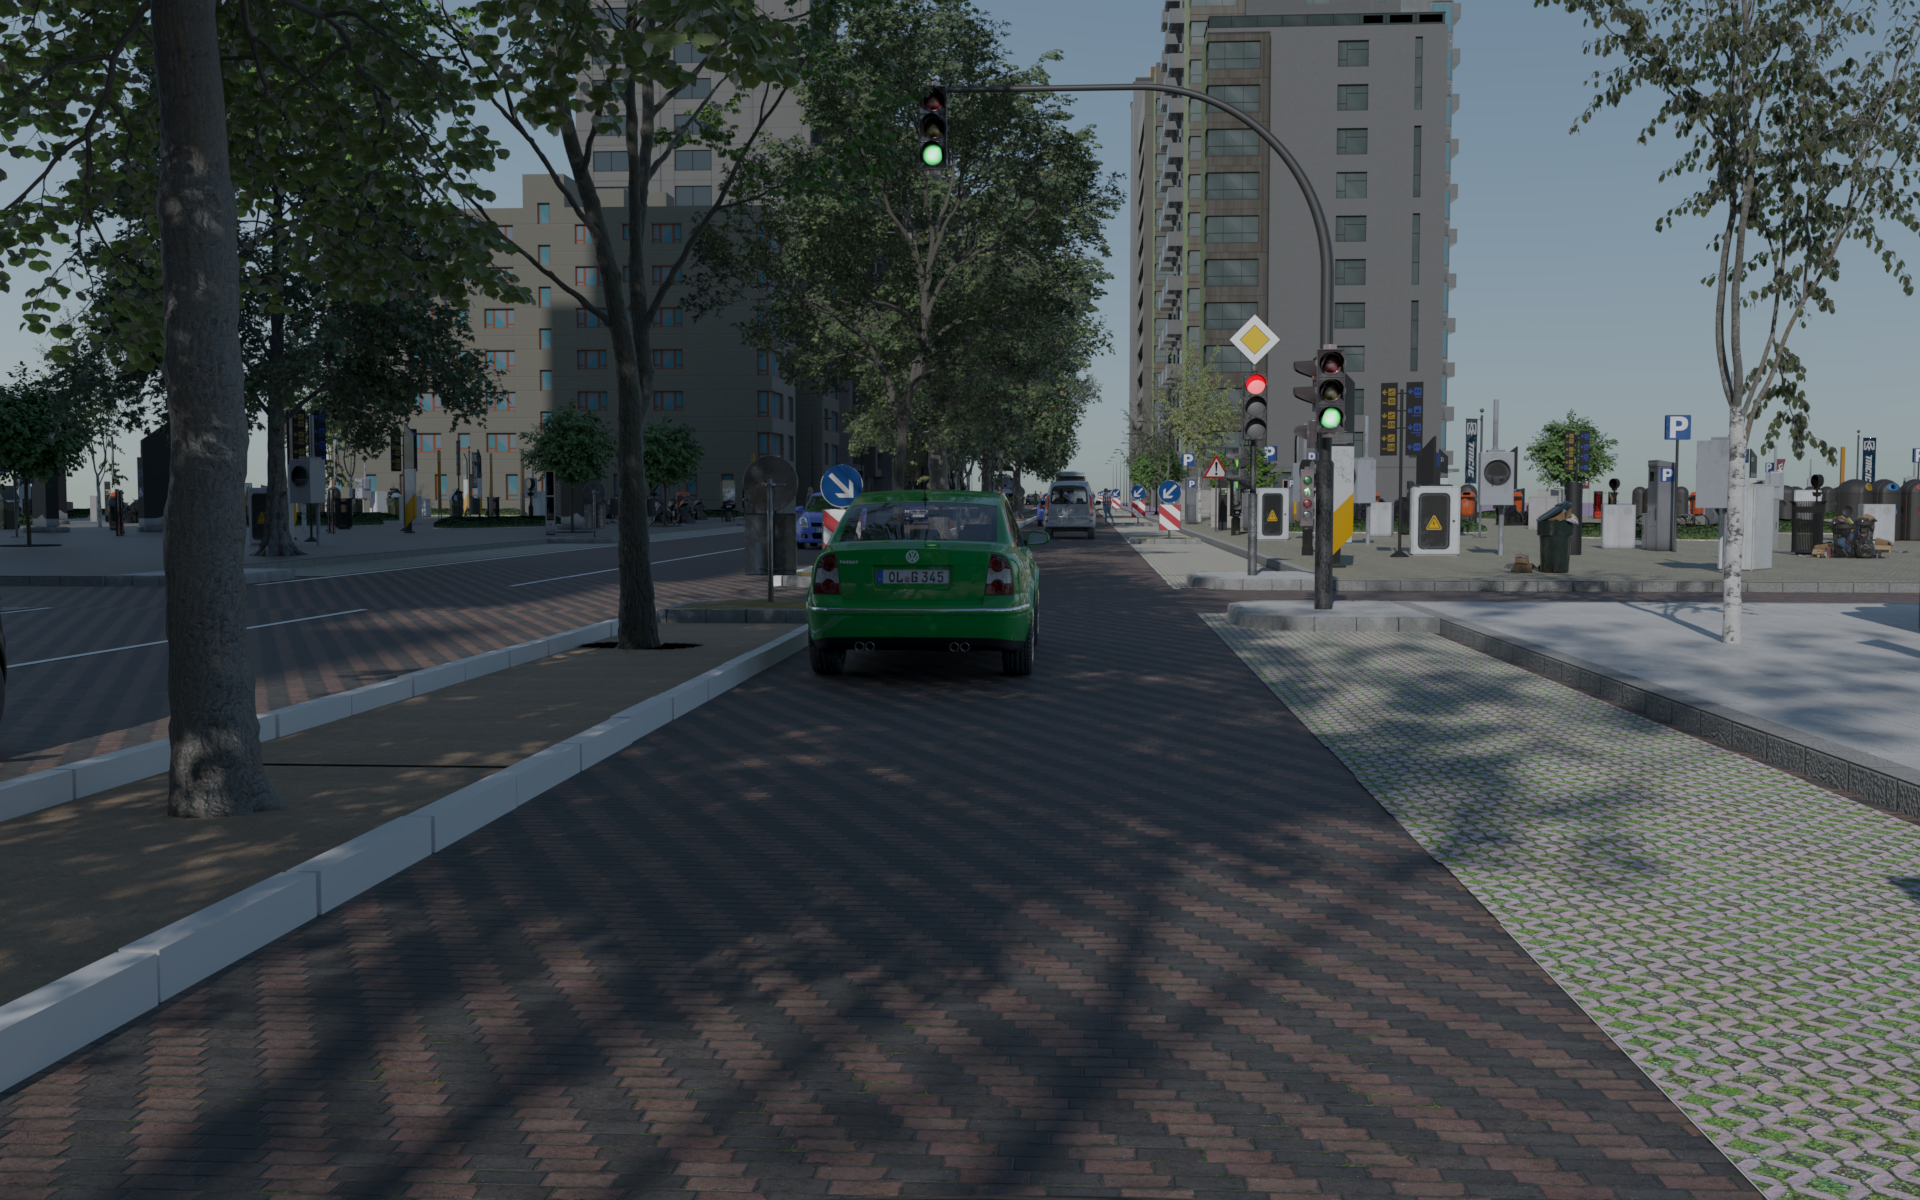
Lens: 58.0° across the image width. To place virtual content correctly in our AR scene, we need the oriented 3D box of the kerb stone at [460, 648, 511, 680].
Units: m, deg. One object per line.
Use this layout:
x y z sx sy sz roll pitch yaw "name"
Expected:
-3.794 0.519 13.705 0.120 0.150 1.000 0 4 4 "kerb stone"

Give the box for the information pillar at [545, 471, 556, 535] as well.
-12.805 -3.035 54.118 0.304 2.012 0.304 -1 4 -14 "information pillar"

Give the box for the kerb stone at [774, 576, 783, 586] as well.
-2.822 -0.328 27.559 0.120 0.150 1.000 0 4 4 "kerb stone"

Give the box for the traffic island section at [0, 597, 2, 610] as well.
-12.882 0.107 20.537 2.009 0.180 2.903 0 4 4 "traffic island section"

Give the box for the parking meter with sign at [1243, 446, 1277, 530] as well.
10.684 -4.010 61.831 0.543 3.016 1.738 3 4 36 "parking meter with sign"

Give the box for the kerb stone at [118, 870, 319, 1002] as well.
-2.277 1.029 5.378 0.120 0.150 1.000 0 4 4 "kerb stone"

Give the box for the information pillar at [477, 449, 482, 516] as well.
-25.068 -6.057 90.382 0.183 3.616 0.504 0 4 2 "information pillar"

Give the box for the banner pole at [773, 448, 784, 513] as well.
-9.772 -6.352 93.874 0.863 3.779 0.401 2 4 26 "banner pole"

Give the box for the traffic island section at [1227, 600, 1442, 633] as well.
4.067 0.180 19.344 2.009 0.180 2.903 0 4 4 "traffic island section"

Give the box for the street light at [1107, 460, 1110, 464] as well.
19.389 -14.855 215.417 1.470 5.913 1.316 0 4 4 "street light"

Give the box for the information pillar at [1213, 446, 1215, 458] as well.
12.464 -5.739 85.184 0.183 3.616 0.504 0 4 3 "information pillar"

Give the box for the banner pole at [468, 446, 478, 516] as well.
-25.578 -6.175 90.985 0.401 3.779 0.863 2 4 35 "banner pole"

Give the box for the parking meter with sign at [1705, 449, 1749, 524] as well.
29.422 -4.298 66.527 1.738 3.016 0.543 -2 4 -24 "parking meter with sign"

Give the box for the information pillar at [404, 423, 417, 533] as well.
-18.069 -4.009 56.909 0.504 3.616 0.183 2 4 32 "information pillar"

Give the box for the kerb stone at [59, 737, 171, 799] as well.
-4.150 0.832 8.585 0.120 0.150 1.000 0 4 4 "kerb stone"

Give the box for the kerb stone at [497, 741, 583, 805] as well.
-2.054 0.847 8.437 0.120 0.150 1.000 0 4 4 "kerb stone"

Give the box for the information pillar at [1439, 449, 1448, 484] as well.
24.804 -5.971 88.980 0.504 3.616 0.183 0 4 -1 "information pillar"

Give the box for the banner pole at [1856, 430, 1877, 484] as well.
35.220 -4.738 67.491 0.863 3.779 0.401 1 4 21 "banner pole"

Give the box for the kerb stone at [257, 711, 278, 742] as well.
-4.088 0.770 9.606 0.120 0.150 1.000 0 4 4 "kerb stone"

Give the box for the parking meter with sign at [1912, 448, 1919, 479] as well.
36.597 -4.203 64.986 0.543 3.016 1.738 -1 4 -15 "parking meter with sign"

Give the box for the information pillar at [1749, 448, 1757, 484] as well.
40.751 -5.975 89.049 0.504 3.616 0.183 -2 4 -27 "information pillar"

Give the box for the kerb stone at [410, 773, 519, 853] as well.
-2.121 0.906 7.417 0.120 0.150 1.000 0 4 4 "kerb stone"

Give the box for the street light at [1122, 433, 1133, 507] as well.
13.363 -9.765 132.205 1.470 5.913 1.316 0 4 4 "street light"

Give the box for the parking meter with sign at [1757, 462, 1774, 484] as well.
43.939 -6.071 95.518 1.738 3.016 0.543 -1 4 -17 "parking meter with sign"

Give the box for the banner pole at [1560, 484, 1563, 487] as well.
25.097 -4.981 71.454 0.401 3.779 0.863 -2 4 -32 "banner pole"

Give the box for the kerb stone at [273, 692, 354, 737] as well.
-4.005 0.713 10.631 0.120 0.150 1.000 0 4 4 "kerb stone"

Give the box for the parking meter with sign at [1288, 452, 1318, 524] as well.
13.790 -4.564 70.890 1.738 3.016 0.543 -2 4 -31 "parking meter with sign"

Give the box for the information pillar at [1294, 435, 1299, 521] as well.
12.089 -4.338 62.284 0.183 3.616 0.504 1 4 18 "information pillar"

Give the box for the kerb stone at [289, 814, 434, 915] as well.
-2.199 0.966 6.397 0.120 0.150 1.000 0 4 4 "kerb stone"

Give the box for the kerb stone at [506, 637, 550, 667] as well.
-3.718 0.457 14.725 0.120 0.150 1.000 0 4 4 "kerb stone"

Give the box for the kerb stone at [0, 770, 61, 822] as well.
-4.223 0.895 7.563 0.120 0.150 1.000 0 4 4 "kerb stone"

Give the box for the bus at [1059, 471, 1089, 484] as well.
9.451 -9.284 146.654 2.948 3.499 13.247 0 4 4 "bus"

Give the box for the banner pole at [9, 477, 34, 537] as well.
-27.914 -3.762 51.534 0.401 3.779 0.863 2 4 24 "banner pole"

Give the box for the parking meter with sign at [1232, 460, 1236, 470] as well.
11.516 -4.359 67.531 1.738 3.016 0.543 1 4 16 "parking meter with sign"

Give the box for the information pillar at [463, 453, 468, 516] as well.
-28.230 -6.578 98.909 0.183 3.616 0.504 -3 4 -37 "information pillar"

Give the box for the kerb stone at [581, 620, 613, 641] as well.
-3.583 0.334 16.781 0.120 0.150 1.000 0 4 4 "kerb stone"

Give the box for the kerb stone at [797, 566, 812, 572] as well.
-2.671 -0.453 29.603 0.120 0.150 1.000 0 4 4 "kerb stone"

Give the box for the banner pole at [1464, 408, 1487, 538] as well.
15.036 -3.703 50.564 0.863 3.779 0.401 -2 4 -28 "banner pole"

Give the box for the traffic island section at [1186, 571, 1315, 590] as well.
4.628 -0.308 27.310 2.009 0.180 2.903 0 4 4 "traffic island section"

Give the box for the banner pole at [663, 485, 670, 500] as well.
-15.072 -6.060 89.100 0.401 3.779 0.863 1 4 20 "banner pole"

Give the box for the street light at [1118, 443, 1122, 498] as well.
15.114 -11.176 155.272 1.470 5.913 1.316 0 4 4 "street light"

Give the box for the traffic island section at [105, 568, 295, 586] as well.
-12.322 -0.381 28.503 2.009 0.180 2.903 0 4 4 "traffic island section"

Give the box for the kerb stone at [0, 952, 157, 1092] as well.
-2.343 1.094 4.358 0.120 0.150 1.000 0 4 4 "kerb stone"

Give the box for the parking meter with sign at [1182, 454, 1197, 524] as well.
9.820 -4.747 73.871 0.543 3.016 1.738 0 4 0 "parking meter with sign"

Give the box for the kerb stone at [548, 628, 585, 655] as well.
-3.641 0.394 15.756 0.120 0.150 1.000 0 4 4 "kerb stone"

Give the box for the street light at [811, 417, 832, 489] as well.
-8.406 -8.085 104.730 1.470 5.913 1.316 0 4 4 "street light"

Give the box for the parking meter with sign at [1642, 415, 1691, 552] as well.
15.835 -2.615 39.013 0.543 3.016 1.738 0 4 3 "parking meter with sign"

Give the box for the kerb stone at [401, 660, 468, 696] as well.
-3.863 0.582 12.685 0.120 0.150 1.000 0 4 4 "kerb stone"

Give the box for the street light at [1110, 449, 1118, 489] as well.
17.636 -13.418 191.931 1.470 5.913 1.316 0 4 4 "street light"

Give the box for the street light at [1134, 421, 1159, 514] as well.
11.887 -8.373 109.443 1.470 5.913 1.316 0 4 4 "street light"

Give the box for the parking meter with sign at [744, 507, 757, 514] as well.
-11.642 -6.335 99.839 1.738 3.016 0.543 1 4 18 "parking meter with sign"

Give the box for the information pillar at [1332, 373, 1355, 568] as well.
6.605 -2.368 30.080 0.504 3.616 0.183 -1 4 -20 "information pillar"

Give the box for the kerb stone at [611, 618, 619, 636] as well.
-3.499 0.269 17.806 0.120 0.150 1.000 0 4 4 "kerb stone"

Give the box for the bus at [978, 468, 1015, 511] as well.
3.061 -8.839 136.059 2.896 3.916 12.252 0 4 2 "bus"

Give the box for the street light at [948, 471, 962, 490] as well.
-0.850 -14.590 211.080 1.470 5.913 1.316 0 4 4 "street light"

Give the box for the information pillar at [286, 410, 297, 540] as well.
-18.769 -3.502 48.615 0.183 3.616 0.504 0 4 -4 "information pillar"

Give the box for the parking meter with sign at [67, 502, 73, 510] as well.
-50.602 -6.163 97.031 1.738 3.016 0.543 0 4 6 "parking meter with sign"

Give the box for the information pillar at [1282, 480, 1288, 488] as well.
16.563 -5.122 88.243 0.304 2.012 0.304 0 4 1 "information pillar"

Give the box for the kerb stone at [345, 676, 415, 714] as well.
-3.938 0.654 11.652 0.120 0.150 1.000 0 4 4 "kerb stone"
